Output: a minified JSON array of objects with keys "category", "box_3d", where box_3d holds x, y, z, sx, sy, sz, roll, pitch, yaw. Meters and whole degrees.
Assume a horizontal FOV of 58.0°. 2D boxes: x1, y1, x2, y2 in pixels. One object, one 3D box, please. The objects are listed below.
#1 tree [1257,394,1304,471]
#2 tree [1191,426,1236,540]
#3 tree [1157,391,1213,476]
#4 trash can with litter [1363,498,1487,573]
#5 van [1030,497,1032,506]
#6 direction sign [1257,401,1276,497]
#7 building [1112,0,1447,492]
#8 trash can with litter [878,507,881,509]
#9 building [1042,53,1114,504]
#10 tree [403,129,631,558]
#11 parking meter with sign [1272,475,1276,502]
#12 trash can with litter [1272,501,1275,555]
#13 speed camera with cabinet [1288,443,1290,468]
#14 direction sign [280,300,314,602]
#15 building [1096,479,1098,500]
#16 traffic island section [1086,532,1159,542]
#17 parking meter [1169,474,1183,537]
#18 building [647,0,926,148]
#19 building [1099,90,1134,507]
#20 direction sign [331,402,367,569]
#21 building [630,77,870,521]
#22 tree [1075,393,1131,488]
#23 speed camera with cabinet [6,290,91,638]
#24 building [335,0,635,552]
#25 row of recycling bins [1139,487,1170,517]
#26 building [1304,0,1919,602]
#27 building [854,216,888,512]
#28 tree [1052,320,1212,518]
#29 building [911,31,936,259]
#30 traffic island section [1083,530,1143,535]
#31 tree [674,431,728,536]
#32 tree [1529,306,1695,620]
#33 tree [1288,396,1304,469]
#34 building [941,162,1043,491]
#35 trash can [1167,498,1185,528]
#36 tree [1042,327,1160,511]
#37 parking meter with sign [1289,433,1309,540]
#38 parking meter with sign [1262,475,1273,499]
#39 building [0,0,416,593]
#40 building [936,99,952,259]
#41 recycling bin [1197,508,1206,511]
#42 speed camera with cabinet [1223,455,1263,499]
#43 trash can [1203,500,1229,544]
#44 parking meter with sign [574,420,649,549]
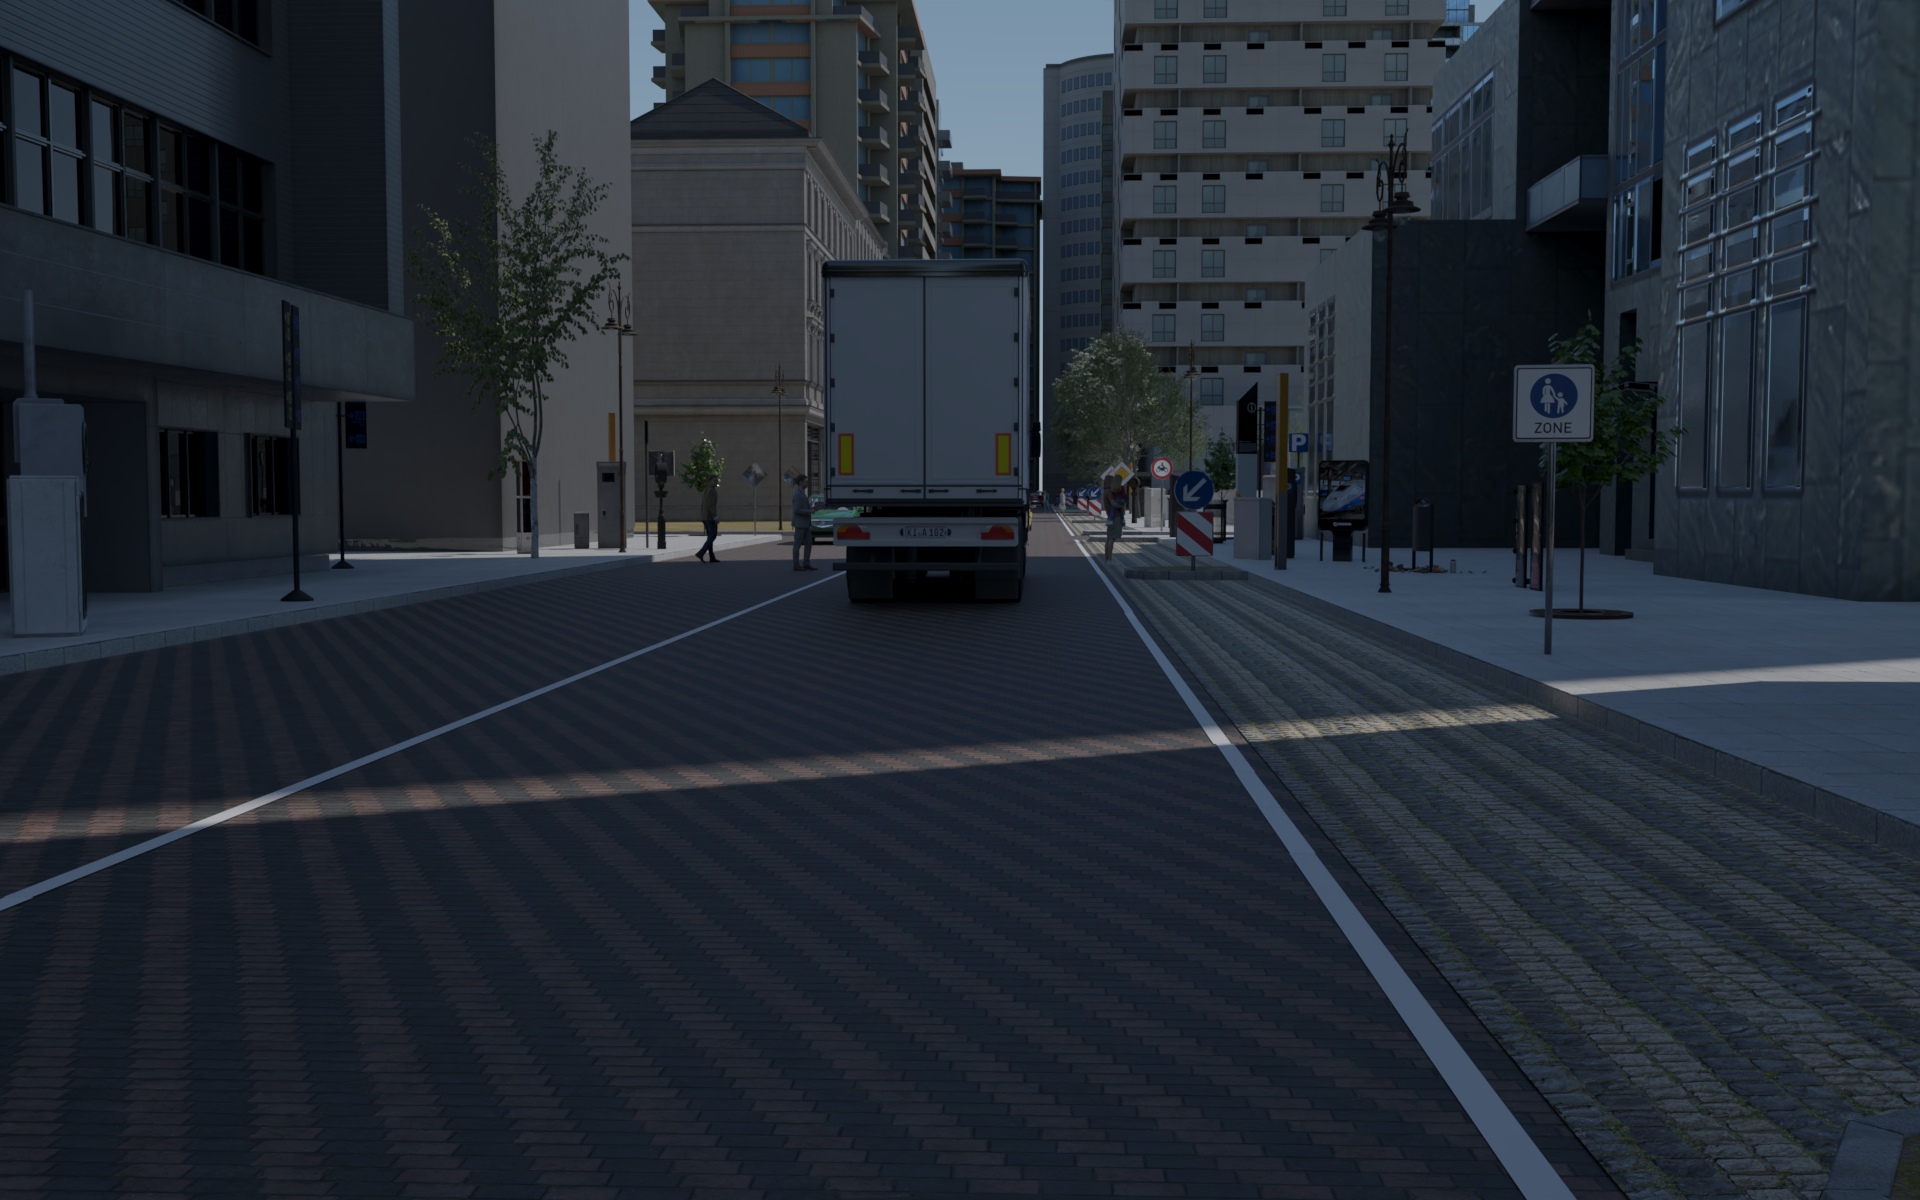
[{"category":"tree","box_3d":[22.678,-10.874,128.151,4.360,8.622,3.978,0,3,0]},{"category":"tree","box_3d":[7.308,-3.332,49.078,1.663,3.219,1.824,0,3,0]},{"category":"tree","box_3d":[15.000,-10.183,116.855,4.737,8.622,4.395,0,3,0]},{"category":"trash can with litter","box_3d":[7.578,-1.088,28.843,1.678,1.210,2.233,-1,4,-19]},{"category":"van","box_3d":[4.936,-8.283,142.441,2.013,2.044,4.112,0,4,4]},{"category":"direction sign","box_3d":[7.324,-3.078,42.324,0.876,3.537,0.379,1,4,10]},{"category":"building","box_3d":[27.778,-34.717,156.863,28.713,52.752,27.495,0,4,3]},{"category":"trash can with litter","box_3d":[-4.581,-5.291,97.893,0.624,1.170,1.055,0,4,5]},{"category":"building","box_3d":[25.042,-42.006,228.793,28.212,58.520,21.231,0,4,3]},{"category":"tree","box_3d":[-8.729,-5.134,34.307,4.737,8.622,4.395,0,3,0]},{"category":"parking meter with sign","box_3d":[12.462,-4.147,64.060,1.738,3.016,0.543,-3,4,-36]},{"category":"trash can with litter","box_3d":[6.671,-1.550,36.723,0.624,1.170,1.055,-1,4,-14]},{"category":"speed camera with cabinet","box_3d":[13.246,-4.417,66.557,0.660,3.252,2.038,-2,4,-34]},{"category":"direction sign","box_3d":[-7.962,-1.755,20.698,0.379,3.537,0.876,-1,4,-10]},{"category":"building","box_3d":[31.834,-30.910,197.253,32.217,40.220,23.993,0,4,3]},{"category":"traffic island section","box_3d":[4.923,-1.853,52.570,2.009,0.180,2.903,0,4,3]},{"category":"parking meter","box_3d":[6.419,-2.785,51.254,0.399,1.863,0.255,-1,4,-12]},{"category":"building","box_3d":[-14.485,-30.333,150.575,22.147,44.769,28.867,0,4,3]},{"category":"building","box_3d":[21.391,-30.281,178.695,14.154,41.232,14.086,0,4,3]},{"category":"direction sign","box_3d":[-10.621,-2.305,29.691,0.876,3.537,0.379,-1,4,-22]},{"category":"building","box_3d":[-11.515,-14.132,81.970,10.553,20.767,40.483,0,4,3]},{"category":"tree","box_3d":[10.420,-10.472,121.575,4.360,8.622,3.978,0,3,0]},{"category":"speed camera with cabinet","box_3d":[-8.581,-1.345,16.325,0.660,3.252,2.038,-2,4,-24]},{"category":"building","box_3d":[-21.680,-15.391,45.154,24.014,27.812,14.314,0,4,3]},{"category":"row of recycling bins","box_3d":[11.578,-5.497,96.983,3.534,1.692,1.069,-1,4,-20]},{"category":"building","box_3d":[20.598,-44.056,32.991,22.319,86.520,31.000,0,4,3]},{"category":"building","box_3d":[-10.371,-16.100,112.381,9.793,20.994,18.267,0,4,3]},{"category":"tree","box_3d":[9.404,-9.663,92.403,8.767,10.594,7.601,-1,4,-21]},{"category":"building","box_3d":[-13.682,-33.772,175.870,21.300,48.544,21.600,0,4,3]},{"category":"traffic island section","box_3d":[5.305,-2.340,60.546,2.009,0.180,2.903,0,4,3]},{"category":"tree","box_3d":[-7.976,-3.576,53.062,1.663,3.219,1.824,0,3,0]},{"category":"tree","box_3d":[6.424,-1.430,17.980,1.663,3.219,1.824,0,3,0]},{"category":"tree","box_3d":[24.655,-10.552,122.888,4.737,8.622,4.395,0,3,0]},{"category":"building","box_3d":[-3.428,-35.273,231.340,28.867,44.769,22.147,0,4,3]},{"category":"trash can","box_3d":[7.798,-3.099,62.320,0.748,1.137,0.748,0,3,0]},{"category":"tree","box_3d":[10.769,-13.856,133.203,9.857,13.997,8.962,0,3,0]},{"category":"parking meter with sign","box_3d":[9.468,-3.216,48.846,0.543,3.016,1.738,1,4,16]},{"category":"parking meter with sign","box_3d":[12.552,-4.492,69.701,1.738,3.016,0.543,1,4,20]},{"category":"building","box_3d":[-16.644,-11.910,13.792,14.314,24.678,30.058,0,4,3]},{"category":"building","box_3d":[-16.348,-35.531,200.533,30.456,49.044,23.786,0,4,3]},{"category":"recycling bin","box_3d":[10.850,-4.072,79.137,0.722,1.027,0.722,0,4,6]},{"category":"speed camera with cabinet","box_3d":[12.890,-5.113,77.929,2.038,3.252,0.660,2,4,35]},{"category":"trash can","box_3d":[6.613,-2.038,44.973,0.748,1.137,0.748,0,3,0]},{"category":"parking meter with sign","box_3d":[-8.227,-2.726,40.837,1.738,3.016,0.543,-1,4,-11]}]
